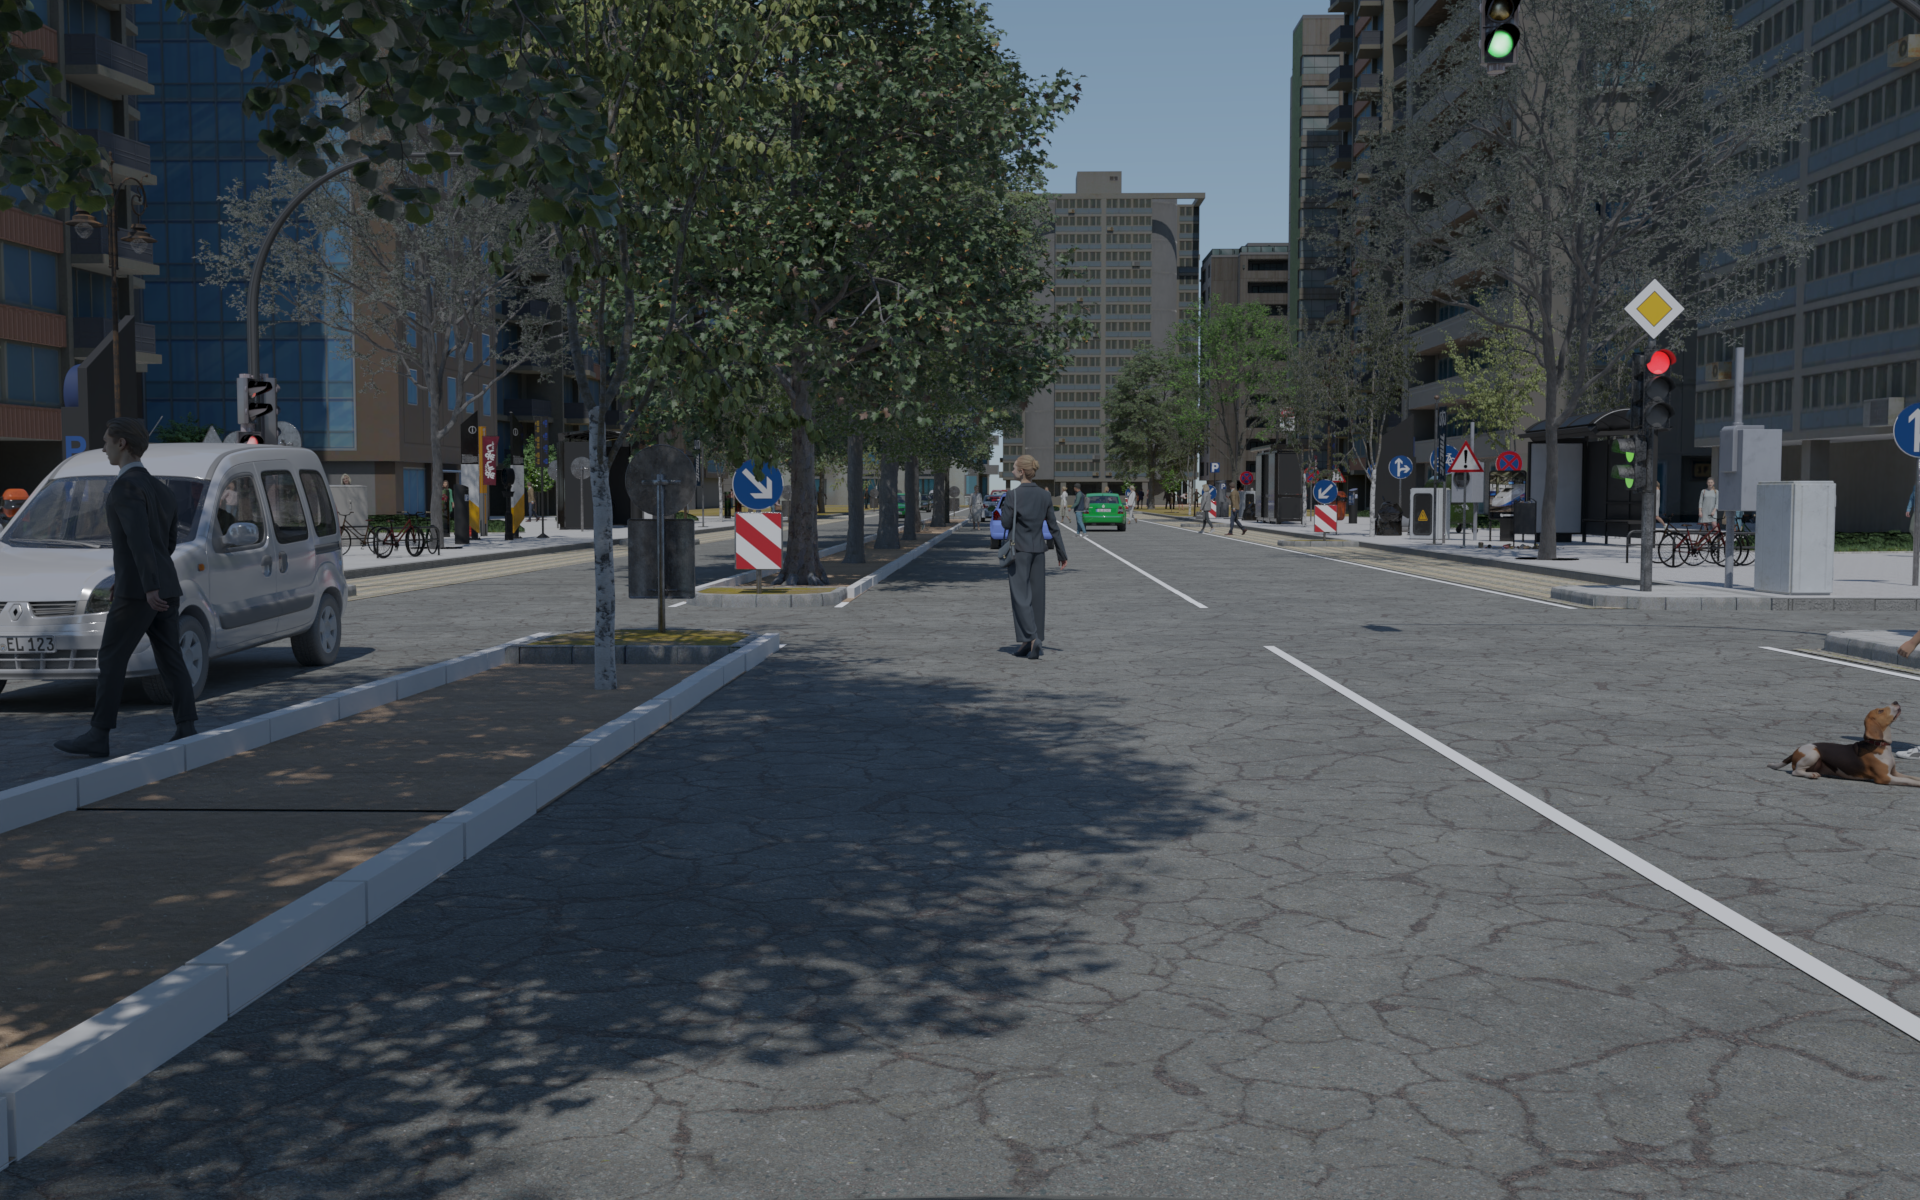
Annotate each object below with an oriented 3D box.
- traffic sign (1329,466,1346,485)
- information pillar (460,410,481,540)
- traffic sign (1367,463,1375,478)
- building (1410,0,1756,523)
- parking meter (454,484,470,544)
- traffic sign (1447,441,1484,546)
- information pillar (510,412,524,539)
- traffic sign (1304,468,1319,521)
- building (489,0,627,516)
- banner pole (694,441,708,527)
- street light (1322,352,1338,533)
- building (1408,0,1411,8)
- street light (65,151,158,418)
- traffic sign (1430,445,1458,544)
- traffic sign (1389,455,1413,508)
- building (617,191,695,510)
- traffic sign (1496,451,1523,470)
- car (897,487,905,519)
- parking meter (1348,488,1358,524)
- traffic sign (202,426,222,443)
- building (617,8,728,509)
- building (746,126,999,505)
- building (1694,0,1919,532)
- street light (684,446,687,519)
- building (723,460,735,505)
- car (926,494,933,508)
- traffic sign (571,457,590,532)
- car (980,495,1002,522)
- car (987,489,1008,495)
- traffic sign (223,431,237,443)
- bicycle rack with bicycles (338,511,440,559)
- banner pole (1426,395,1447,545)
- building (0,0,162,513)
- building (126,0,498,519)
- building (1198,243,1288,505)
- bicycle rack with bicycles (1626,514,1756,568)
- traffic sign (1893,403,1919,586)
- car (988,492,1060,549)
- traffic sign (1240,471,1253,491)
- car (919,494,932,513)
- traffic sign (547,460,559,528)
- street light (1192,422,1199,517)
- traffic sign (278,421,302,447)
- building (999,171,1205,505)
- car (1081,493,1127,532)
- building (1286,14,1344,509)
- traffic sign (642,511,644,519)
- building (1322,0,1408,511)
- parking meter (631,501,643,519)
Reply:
[{"bbox_3d":[16.734,-4.719,77.167,0.884,2.594,0.081,0,4,4],"label":"traffic sign"},{"bbox_3d":[-13.641,-3.481,48.276,0.504,3.616,0.183,-1,4,-11],"label":"information pillar"},{"bbox_3d":[17.054,-4.336,71.003,0.768,2.556,0.104,1,4,10],"label":"traffic sign"},{"bbox_3d":[35.362,-28.255,85.675,21.300,48.544,21.600,0,4,2],"label":"building"},{"bbox_3d":[-12.755,-2.197,44.338,0.372,1.533,0.369,0,3,0],"label":"parking meter"},{"bbox_3d":[12.339,-2.589,42.335,0.884,2.594,0.081,0,4,3],"label":"traffic sign"},{"bbox_3d":[-12.737,-3.574,49.794,0.183,3.616,0.504,2,4,26],"label":"information pillar"},{"bbox_3d":[16.438,-4.952,81.078,0.768,2.556,0.104,0,4,4],"label":"traffic sign"},{"bbox_3d":[-33.998,-28.044,113.148,22.147,44.769,28.867,0,4,2],"label":"building"},{"bbox_3d":[-10.016,-4.687,66.647,0.401,3.779,0.863,1,4,22],"label":"banner pole"},{"bbox_3d":[11.983,-5.108,56.309,0.468,5.910,1.993,0,4,2],"label":"street light"},{"bbox_3d":[35.204,-26.003,108.748,14.154,41.232,14.086,0,4,2],"label":"building"},{"bbox_3d":[-11.460,-3.104,23.539,0.468,5.910,1.993,0,4,2],"label":"street light"},{"bbox_3d":[12.537,-2.735,44.818,0.768,2.556,0.104,1,4,9],"label":"traffic sign"},{"bbox_3d":[14.538,-3.492,57.195,0.768,2.556,0.104,1,4,10],"label":"traffic sign"},{"bbox_3d":[-28.979,-22.214,134.894,14.160,30.474,14.107,0,4,2],"label":"building"},{"bbox_3d":[16.127,-3.109,50.946,0.768,2.556,0.104,0,4,7],"label":"traffic sign"},{"bbox_3d":[-3.103,-4.916,89.177,1.959,1.807,4.718,0,4,2],"label":"car"},{"bbox_3d":[17.004,-4.068,74.921,0.372,1.533,0.369,0,3,0],"label":"parking meter"},{"bbox_3d":[-14.250,-2.020,33.030,0.884,2.594,0.081,0,4,6],"label":"traffic sign"},{"bbox_3d":[-28.890,-30.789,153.504,14.200,45.320,14.600,0,4,2],"label":"building"},{"bbox_3d":[-10.531,-35.943,207.281,30.456,49.044,23.786,0,4,2],"label":"building"},{"bbox_3d":[38.145,-22.030,52.071,23.993,40.220,32.217,0,4,2],"label":"building"},{"bbox_3d":[-10.268,-5.617,64.621,0.468,5.910,1.993,0,4,2],"label":"street light"},{"bbox_3d":[-36.288,-46.933,205.600,20.611,71.187,20.563,0,4,2],"label":"building"},{"bbox_3d":[-2.967,-9.252,161.058,2.009,1.686,4.222,0,4,4],"label":"car"},{"bbox_3d":[-12.898,-3.606,59.067,0.768,2.556,0.104,0,4,2],"label":"traffic sign"},{"bbox_3d":[1.904,-4.751,89.681,2.014,1.417,4.499,0,4,2],"label":"car"},{"bbox_3d":[3.376,-8.348,145.158,2.281,1.827,5.304,0,4,1],"label":"car"},{"bbox_3d":[-14.493,-2.125,34.850,0.768,2.556,0.104,0,4,7],"label":"traffic sign"},{"bbox_3d":[-11.868,-1.372,35.818,2.852,0.926,2.925,2,4,26],"label":"bicycle rack with bicycles"},{"bbox_3d":[12.073,-3.279,43.632,0.401,3.779,0.863,0,4,-8],"label":"banner pole"},{"bbox_3d":[-38.402,-24.240,50.941,22.147,44.769,28.867,0,4,2],"label":"building"},{"bbox_3d":[-30.662,-26.304,80.188,14.600,45.320,14.200,0,4,2],"label":"building"},{"bbox_3d":[35.589,-26.314,201.942,14.107,30.474,14.160,0,4,2],"label":"building"},{"bbox_3d":[13.485,-1.088,31.169,2.925,0.926,2.852,0,4,-3],"label":"bicycle rack with bicycles"},{"bbox_3d":[13.361,-1.470,24.145,0.768,2.556,0.104,0,4,5],"label":"traffic sign"},{"bbox_3d":[1.687,-2.236,46.151,1.945,1.707,3.694,0,4,3],"label":"car"},{"bbox_3d":[15.991,-5.908,96.699,0.768,2.556,0.104,1,4,9],"label":"traffic sign"},{"bbox_3d":[-3.169,-7.654,134.928,2.009,1.686,4.222,0,4,3],"label":"car"},{"bbox_3d":[-15.043,-3.951,64.707,0.768,2.556,0.104,0,4,6],"label":"traffic sign"},{"bbox_3d":[13.220,-7.622,97.415,0.468,5.910,1.993,0,4,2],"label":"street light"},{"bbox_3d":[-11.868,-1.846,30.288,0.768,2.556,0.104,1,4,11],"label":"traffic sign"},{"bbox_3d":[16.811,-31.759,211.144,23.993,40.220,32.217,0,4,2],"label":"building"},{"bbox_3d":[5.546,-3.595,67.581,1.959,1.807,4.718,0,4,3],"label":"car"},{"bbox_3d":[35.699,-28.634,151.768,14.154,41.232,14.086,0,4,2],"label":"building"},{"bbox_3d":[-11.095,-3.709,60.645,0.884,2.594,0.081,1,4,9],"label":"traffic sign"},{"bbox_3d":[39.543,-29.072,129.959,22.147,44.769,28.867,0,4,2],"label":"building"},{"bbox_3d":[-10.429,-2.902,55.851,0.372,1.533,0.369,0,3,0],"label":"parking meter"}]
